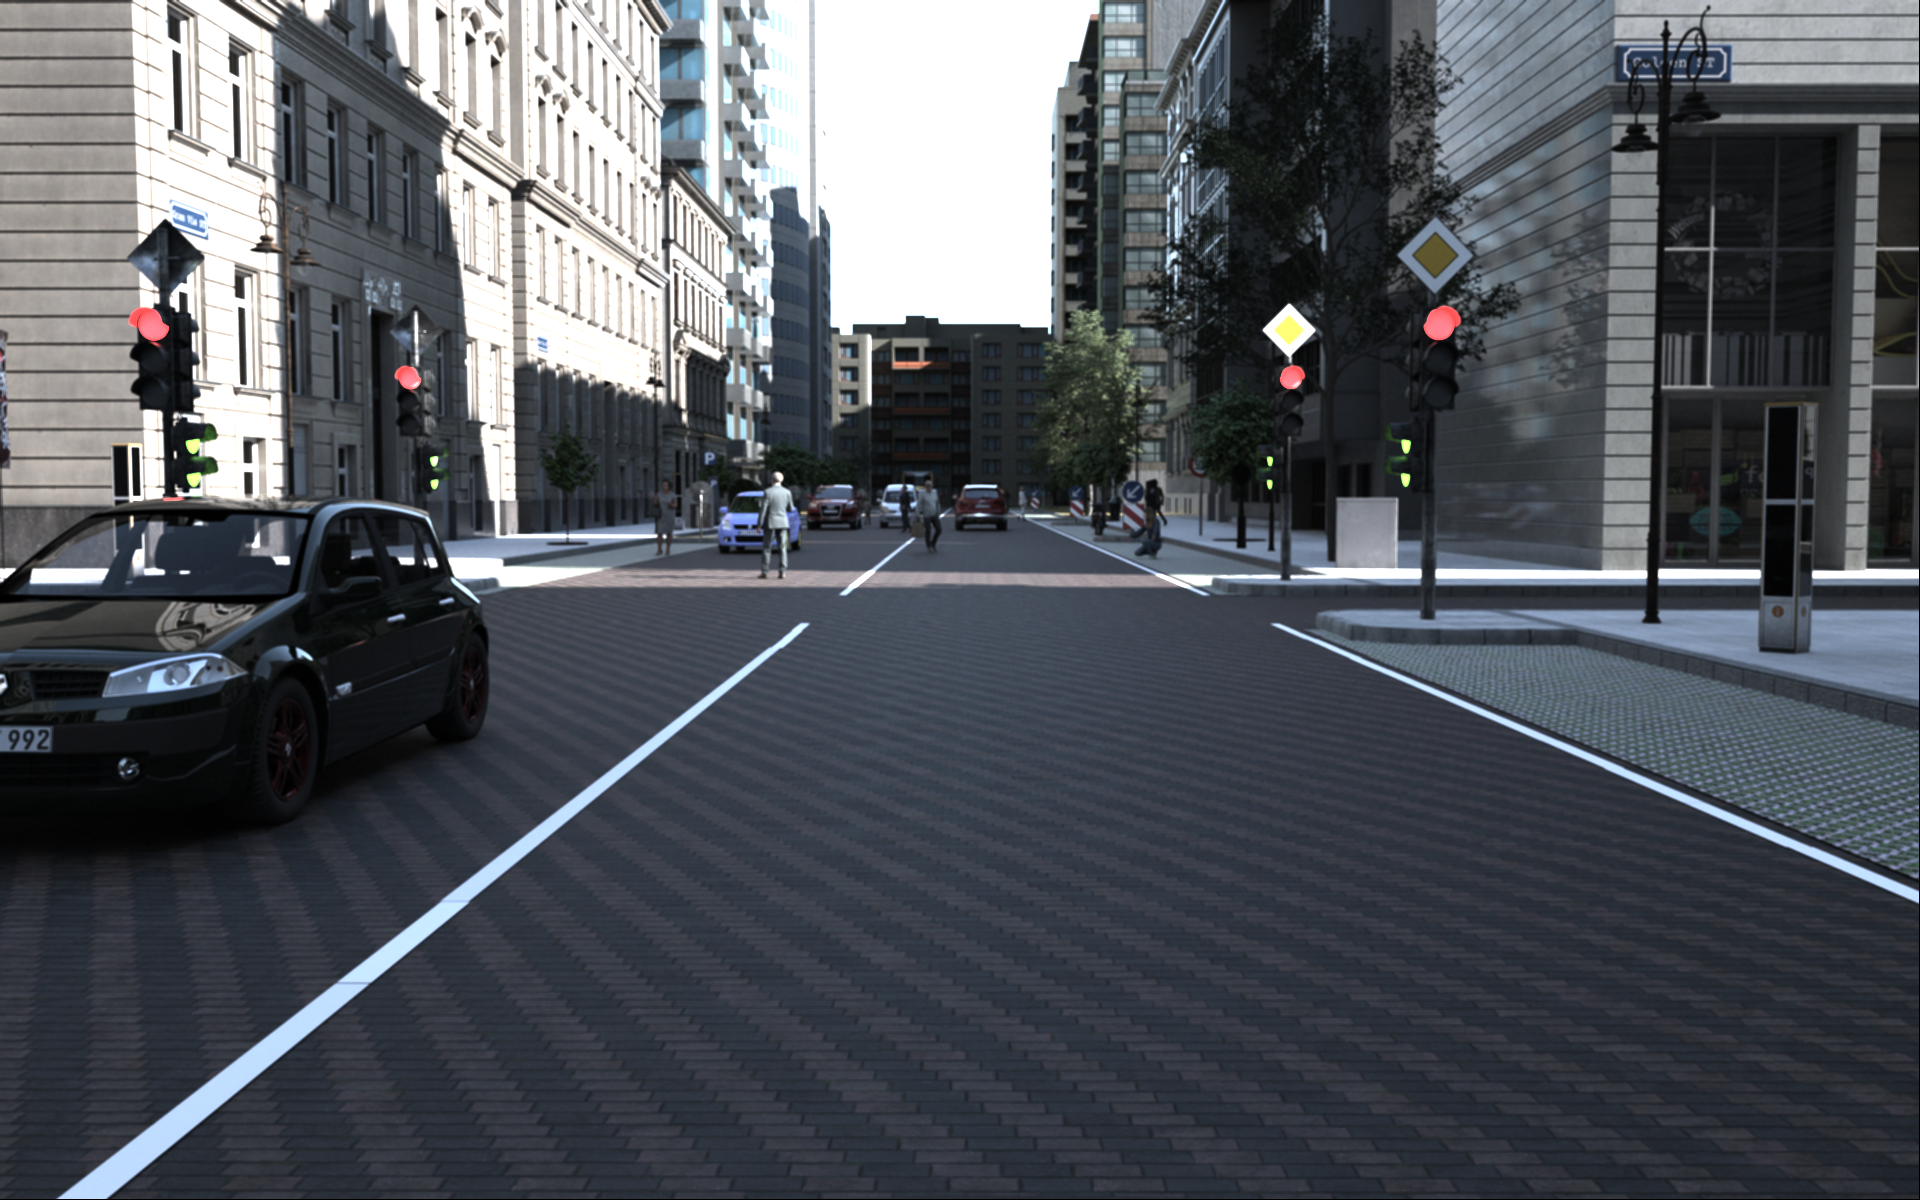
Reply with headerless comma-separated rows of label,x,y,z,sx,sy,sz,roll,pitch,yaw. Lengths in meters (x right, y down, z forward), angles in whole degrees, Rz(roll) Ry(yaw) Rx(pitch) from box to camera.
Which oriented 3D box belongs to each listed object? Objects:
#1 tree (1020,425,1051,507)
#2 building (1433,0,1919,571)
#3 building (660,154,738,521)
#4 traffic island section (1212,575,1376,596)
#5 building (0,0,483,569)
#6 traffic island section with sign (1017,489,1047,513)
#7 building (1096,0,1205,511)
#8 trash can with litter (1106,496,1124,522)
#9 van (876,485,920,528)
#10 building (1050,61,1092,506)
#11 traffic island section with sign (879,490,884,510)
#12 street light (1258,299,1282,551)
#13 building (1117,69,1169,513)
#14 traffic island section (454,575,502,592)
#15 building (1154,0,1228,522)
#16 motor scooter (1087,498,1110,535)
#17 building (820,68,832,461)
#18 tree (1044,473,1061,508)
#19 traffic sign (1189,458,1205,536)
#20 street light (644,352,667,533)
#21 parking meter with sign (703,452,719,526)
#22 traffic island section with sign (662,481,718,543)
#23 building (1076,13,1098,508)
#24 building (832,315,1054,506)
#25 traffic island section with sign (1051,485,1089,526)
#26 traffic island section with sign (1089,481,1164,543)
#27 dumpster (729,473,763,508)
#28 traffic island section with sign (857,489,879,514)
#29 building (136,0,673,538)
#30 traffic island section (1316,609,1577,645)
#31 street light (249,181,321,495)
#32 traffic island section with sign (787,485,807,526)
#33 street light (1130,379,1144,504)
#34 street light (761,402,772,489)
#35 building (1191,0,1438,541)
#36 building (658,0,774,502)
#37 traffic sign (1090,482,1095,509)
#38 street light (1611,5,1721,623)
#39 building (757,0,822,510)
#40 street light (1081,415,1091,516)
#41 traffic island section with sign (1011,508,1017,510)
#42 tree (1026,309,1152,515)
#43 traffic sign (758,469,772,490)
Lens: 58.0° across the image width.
tree,8.148,-13.661,173.723,4.737,8.622,4.395,0,3,0
building,25.398,-15.633,33.097,29.804,29.767,11.434,0,4,0
building,-17.915,-13.735,89.191,10.561,19.102,19.286,0,4,0
traffic island section,4.863,-0.213,25.755,2.009,0.180,2.903,0,4,0
building,-19.437,-14.904,40.943,12.463,27.353,25.104,0,4,0
traffic island section with sign,5.398,-7.293,127.863,1.989,1.847,2.006,0,4,0
building,17.703,-27.688,136.296,14.154,41.232,14.086,0,4,0
trash can with litter,7.203,-4.273,81.243,0.624,1.170,1.055,2,4,33
van,-2.579,-4.145,74.786,2.013,2.044,4.112,0,3,0
building,21.021,-35.117,197.869,21.600,48.544,21.300,0,4,0
traffic island section with sign,-7.071,-8.924,154.539,1.989,1.847,2.006,0,4,0
street light,7.033,-4.046,38.942,0.468,5.910,1.993,0,4,0
building,17.959,-21.399,121.574,14.160,30.474,14.107,0,4,0
traffic island section,-8.078,-0.217,25.828,2.009,0.180,2.903,0,4,0
building,17.967,-18.418,88.518,14.401,28.519,23.554,0,4,0
motor scooter,4.835,-2.907,60.312,0.815,1.314,1.986,0,4,1
building,-19.557,-29.537,166.519,14.086,41.232,14.154,0,4,0
tree,8.349,-9.936,157.051,1.663,3.219,1.824,0,3,0
traffic sign,7.430,-3.259,53.390,0.768,2.556,0.104,0,4,1
street light,-9.897,-5.114,56.406,0.468,5.910,1.993,0,4,0
parking meter with sign,-10.118,-4.556,70.746,0.543,3.016,1.738,-1,4,-15
traffic island section with sign,-7.612,-2.580,50.804,1.989,1.847,2.006,0,4,0
building,22.024,-30.804,158.264,22.147,44.769,28.867,0,4,0
building,-4.218,-21.758,200.783,28.899,21.520,27.650,0,4,0
traffic island section with sign,5.147,-4.290,78.773,1.989,1.847,2.006,0,4,0
traffic island section with sign,5.004,-2.642,51.818,1.989,1.847,2.006,0,4,0
dumpster,-9.912,-4.720,79.662,1.502,2.255,1.985,0,4,0
traffic island section with sign,-7.218,-7.276,127.584,1.989,1.847,2.006,0,4,0
building,-19.235,-16.469,66.524,12.463,27.353,25.104,0,4,0
traffic island section,4.821,0.276,17.770,2.009,0.180,2.903,0,4,0
street light,-10.067,-3.254,25.986,0.468,5.910,1.993,0,4,0
traffic island section with sign,-7.477,-4.257,78.237,1.989,1.847,2.006,0,4,0
street light,7.110,-5.918,69.548,0.468,5.910,1.993,0,4,0
street light,-9.753,-6.995,87.153,0.468,5.910,1.993,0,4,0
building,17.228,-14.845,61.777,14.314,24.678,30.058,0,4,0
building,-24.553,-30.336,115.601,23.786,49.044,30.456,0,4,0
traffic sign,7.391,-5.841,95.599,0.768,2.556,0.104,0,4,2
street light,6.889,-2.709,17.072,0.468,5.910,1.993,0,4,0
building,-23.313,-36.855,144.585,21.231,58.520,28.212,0,4,0
street light,7.310,-7.807,100.425,0.468,5.910,1.993,0,4,0
traffic island section with sign,5.547,-8.941,154.817,1.989,1.847,2.006,0,4,0
tree,7.957,-11.551,106.979,7.486,12.596,7.792,0,3,0
traffic sign,-10.021,-5.456,89.318,0.768,2.556,0.104,0,4,3
